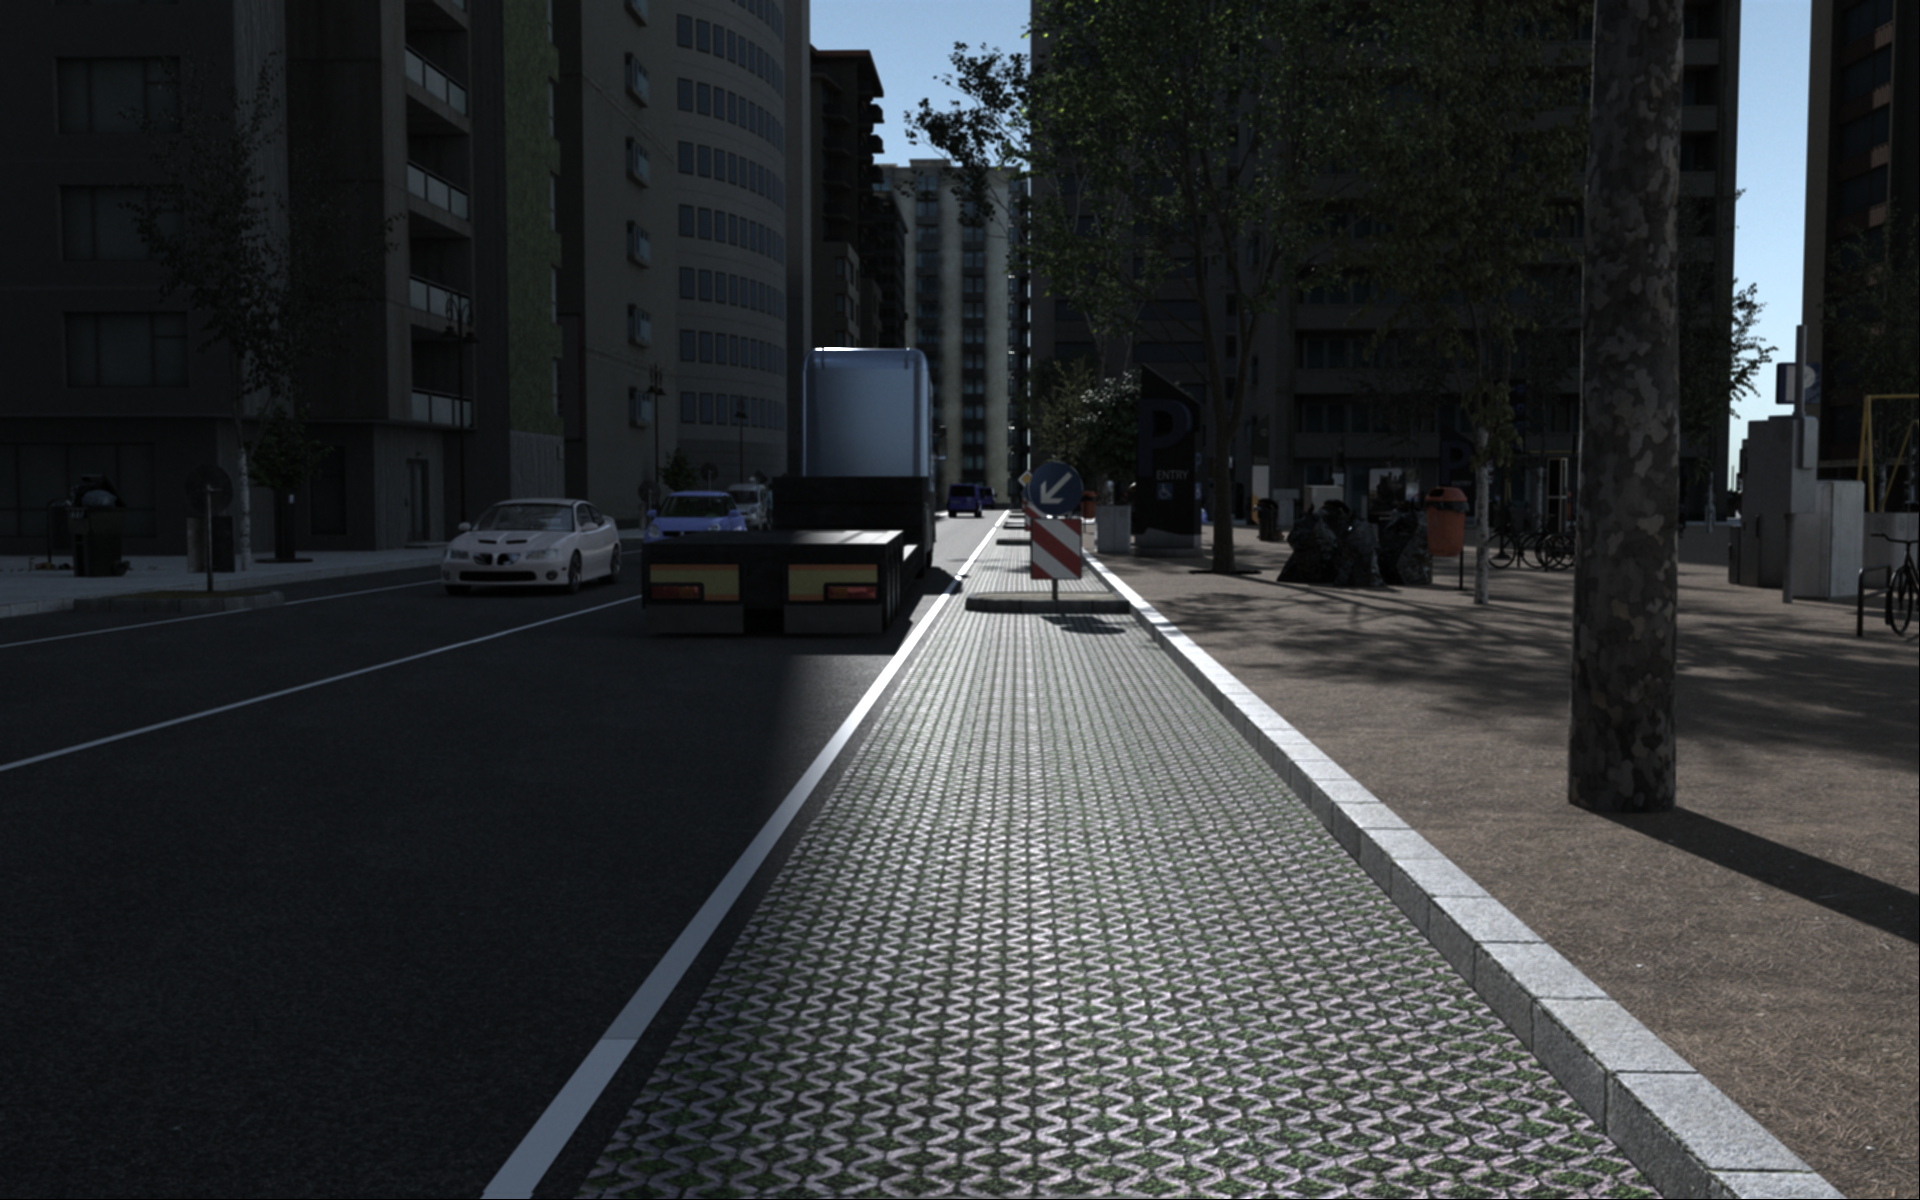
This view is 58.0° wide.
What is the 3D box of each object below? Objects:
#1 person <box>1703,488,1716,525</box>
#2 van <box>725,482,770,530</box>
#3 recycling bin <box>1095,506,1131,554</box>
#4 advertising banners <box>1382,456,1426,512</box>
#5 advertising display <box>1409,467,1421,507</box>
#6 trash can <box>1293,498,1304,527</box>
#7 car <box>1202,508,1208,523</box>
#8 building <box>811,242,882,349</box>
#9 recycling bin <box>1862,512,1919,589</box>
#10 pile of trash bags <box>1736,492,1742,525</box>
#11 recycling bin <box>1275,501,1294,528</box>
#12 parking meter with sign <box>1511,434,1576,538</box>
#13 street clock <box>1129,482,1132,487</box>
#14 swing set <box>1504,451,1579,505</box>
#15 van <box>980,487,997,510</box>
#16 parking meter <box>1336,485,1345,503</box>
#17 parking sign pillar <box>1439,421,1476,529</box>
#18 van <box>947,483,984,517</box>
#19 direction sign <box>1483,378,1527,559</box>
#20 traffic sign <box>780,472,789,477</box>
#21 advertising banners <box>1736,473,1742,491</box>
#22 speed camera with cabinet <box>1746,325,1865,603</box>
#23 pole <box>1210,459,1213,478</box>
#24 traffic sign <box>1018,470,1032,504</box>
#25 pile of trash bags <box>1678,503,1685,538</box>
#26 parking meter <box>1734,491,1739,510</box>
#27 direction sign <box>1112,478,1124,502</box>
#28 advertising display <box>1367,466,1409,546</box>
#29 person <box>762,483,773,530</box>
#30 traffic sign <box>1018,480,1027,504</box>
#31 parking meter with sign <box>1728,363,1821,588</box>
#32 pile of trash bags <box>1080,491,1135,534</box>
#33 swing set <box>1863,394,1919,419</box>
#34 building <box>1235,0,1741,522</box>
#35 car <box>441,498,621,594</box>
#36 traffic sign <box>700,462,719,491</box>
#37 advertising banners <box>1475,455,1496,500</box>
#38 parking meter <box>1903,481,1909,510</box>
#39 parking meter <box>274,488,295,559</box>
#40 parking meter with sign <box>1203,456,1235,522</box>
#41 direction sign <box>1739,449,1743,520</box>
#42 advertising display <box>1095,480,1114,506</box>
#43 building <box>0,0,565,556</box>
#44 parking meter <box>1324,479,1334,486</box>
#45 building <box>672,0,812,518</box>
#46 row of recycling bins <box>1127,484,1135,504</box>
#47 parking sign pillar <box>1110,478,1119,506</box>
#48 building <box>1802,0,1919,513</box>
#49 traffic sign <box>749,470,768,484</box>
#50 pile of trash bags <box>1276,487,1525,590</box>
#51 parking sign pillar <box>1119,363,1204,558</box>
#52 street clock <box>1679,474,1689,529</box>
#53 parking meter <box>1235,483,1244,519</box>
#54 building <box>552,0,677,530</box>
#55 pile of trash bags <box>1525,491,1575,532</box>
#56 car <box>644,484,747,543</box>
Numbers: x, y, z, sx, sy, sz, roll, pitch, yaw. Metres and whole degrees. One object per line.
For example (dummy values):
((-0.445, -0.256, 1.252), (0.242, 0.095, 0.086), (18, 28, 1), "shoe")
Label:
((32.347, -4.015, 74.698), (0.519, 1.759, 0.362), (1, 4, 10), "person")
((-8.381, -3.679, 67.170), (2.013, 2.044, 4.112), (0, 4, 1), "van")
((3.319, -1.538, 37.692), (0.722, 1.027, 0.722), (0, 4, -1), "recycling bin")
((20.502, -5.127, 80.007), (2.074, 3.025, 0.090), (2, 4, 32), "advertising banners")
((10.480, -2.208, 41.314), (0.974, 1.923, 0.123), (0, 4, -2), "advertising display")
((11.118, -2.719, 56.108), (0.748, 1.137, 0.748), (0, 3, 0), "trash can")
((8.965, -4.041, 75.656), (3.694, 1.707, 1.945), (0, 4, 3), "car")
((-20.979, -17.662, 133.808), (27.650, 21.520, 28.899), (0, 4, 2), "building")
((12.615, -0.685, 23.751), (0.722, 1.027, 0.722), (-3, 4, -37), "recycling bin")
((31.411, -3.462, 66.349), (1.912, 1.369, 3.447), (-3, 4, -37), "pile of trash bags")
((12.521, -3.314, 66.746), (0.722, 1.027, 0.722), (0, 4, -5), "recycling bin")
((17.056, -3.329, 50.684), (1.738, 3.016, 0.543), (1, 4, 16), "parking meter with sign")
((9.817, -5.729, 98.240), (0.471, 2.002, 0.358), (-1, 4, -8), "street clock")
((21.287, -4.002, 63.046), (3.119, 2.851, 2.862), (1, 4, 13), "swing set")
((2.257, -9.550, 160.533), (2.240, 2.365, 5.245), (0, 4, 3), "van")
((10.325, -2.385, 47.404), (0.372, 1.533, 0.369), (0, 3, 0), "parking meter")
((18.258, -4.593, 63.572), (1.447, 3.967, 1.447), (1, 4, 18), "parking sign pillar")
((0.330, -6.378, 108.660), (2.240, 2.365, 5.245), (0, 4, 4), "van")
((10.748, -2.585, 34.262), (0.876, 3.537, 0.379), (3, 5, 41), "direction sign")
((-8.050, -4.645, 79.581), (0.795, 2.450, 0.064), (0, 4, 2), "traffic sign")
((63.871, -9.026, 143.768), (2.074, 3.025, 0.090), (1, 4, 15), "advertising banners")
((10.252, -1.629, 20.965), (2.038, 3.252, 0.660), (-3, 5, -41), "speed camera with cabinet")
((15.574, -6.927, 107.097), (0.158, 3.312, 0.155), (0, 3, 0), "pole")
((2.761, -4.132, 71.199), (0.795, 2.450, 0.064), (0, 4, 2), "traffic sign")
((20.119, -2.493, 50.507), (1.912, 1.369, 3.447), (1, 4, 19), "pile of trash bags")
((62.923, -8.076, 140.446), (0.372, 1.533, 0.369), (0, 3, 0), "parking meter")
((10.072, -7.264, 110.764), (0.876, 3.537, 0.379), (3, 4, 36), "direction sign")
((9.989, -2.163, 40.580), (0.123, 1.923, 0.974), (-3, 5, -43), "advertising display")
((-6.915, -3.375, 63.707), (0.660, 1.820, 0.620), (-3, 5, -44), "person")
((3.037, -4.620, 79.179), (0.795, 2.450, 0.064), (0, 4, 2), "traffic sign")
((11.141, -1.689, 23.881), (0.543, 3.016, 1.738), (0, 4, 1), "parking meter with sign")
((5.430, -2.873, 56.729), (3.447, 1.369, 1.912), (2, 4, 33), "pile of trash bags")
((15.752, -1.789, 26.875), (3.119, 2.851, 2.862), (1, 4, 21), "swing set")
((25.657, -28.539, 90.321), (21.600, 48.544, 21.300), (0, 4, 2), "building")
((-6.399, -0.849, 26.250), (2.083, 1.381, 4.827), (0, 4, 0), "car")
((-10.104, -4.261, 69.771), (0.768, 2.556, 0.104), (0, 4, 8), "traffic sign")
((23.182, -5.029, 78.413), (2.074, 3.025, 0.090), (1, 4, 23), "advertising banners")
((43.857, -4.558, 80.232), (0.255, 1.863, 0.399), (2, 4, 28), "parking meter")
((-13.469, -1.597, 34.519), (0.372, 1.533, 0.369), (0, 3, 0), "parking meter")
((11.947, -5.163, 80.680), (0.543, 3.016, 1.738), (-2, 4, -27), "parking meter with sign")
((39.544, -5.827, 87.271), (0.876, 3.537, 0.379), (-2, 4, -30), "direction sign")
((6.634, -4.535, 79.369), (0.974, 1.923, 0.123), (-2, 4, -29), "advertising display")
((-18.320, -21.844, 40.737), (14.154, 41.232, 14.086), (0, 4, 2), "building")
((13.769, -3.612, 64.761), (0.399, 1.863, 0.255), (0, 4, 7), "parking meter")
((-20.209, -33.704, 93.055), (21.231, 58.520, 28.212), (0, 4, 2), "building")
((6.946, -3.263, 60.460), (1.069, 1.692, 3.534), (-2, 4, -24), "row of recycling bins")
((9.856, -7.655, 113.635), (1.447, 3.967, 1.447), (-1, 4, -16), "parking sign pillar")
((58.859, -26.565, 88.958), (28.867, 44.769, 22.147), (0, 4, 2), "building")
((-8.326, -4.156, 71.600), (0.795, 2.450, 0.064), (0, 4, 2), "traffic sign")
((5.986, -0.895, 24.387), (1.912, 1.369, 3.447), (-1, 4, -21), "pile of trash bags")
((4.260, -2.867, 35.351), (1.447, 3.967, 1.447), (2, 4, 29), "parking sign pillar")
((26.581, -3.612, 63.634), (0.358, 2.002, 0.471), (1, 4, 21), "street clock")
((14.238, -5.045, 88.197), (0.399, 1.863, 0.255), (-3, 4, -37), "parking meter")
((-22.667, -26.723, 60.622), (21.600, 48.544, 21.300), (0, 4, 2), "building")
((18.736, -2.818, 55.820), (1.912, 1.369, 3.447), (-1, 4, -13), "pile of trash bags")
((-5.477, -1.619, 36.055), (1.945, 1.707, 3.694), (0, 4, 1), "car")
